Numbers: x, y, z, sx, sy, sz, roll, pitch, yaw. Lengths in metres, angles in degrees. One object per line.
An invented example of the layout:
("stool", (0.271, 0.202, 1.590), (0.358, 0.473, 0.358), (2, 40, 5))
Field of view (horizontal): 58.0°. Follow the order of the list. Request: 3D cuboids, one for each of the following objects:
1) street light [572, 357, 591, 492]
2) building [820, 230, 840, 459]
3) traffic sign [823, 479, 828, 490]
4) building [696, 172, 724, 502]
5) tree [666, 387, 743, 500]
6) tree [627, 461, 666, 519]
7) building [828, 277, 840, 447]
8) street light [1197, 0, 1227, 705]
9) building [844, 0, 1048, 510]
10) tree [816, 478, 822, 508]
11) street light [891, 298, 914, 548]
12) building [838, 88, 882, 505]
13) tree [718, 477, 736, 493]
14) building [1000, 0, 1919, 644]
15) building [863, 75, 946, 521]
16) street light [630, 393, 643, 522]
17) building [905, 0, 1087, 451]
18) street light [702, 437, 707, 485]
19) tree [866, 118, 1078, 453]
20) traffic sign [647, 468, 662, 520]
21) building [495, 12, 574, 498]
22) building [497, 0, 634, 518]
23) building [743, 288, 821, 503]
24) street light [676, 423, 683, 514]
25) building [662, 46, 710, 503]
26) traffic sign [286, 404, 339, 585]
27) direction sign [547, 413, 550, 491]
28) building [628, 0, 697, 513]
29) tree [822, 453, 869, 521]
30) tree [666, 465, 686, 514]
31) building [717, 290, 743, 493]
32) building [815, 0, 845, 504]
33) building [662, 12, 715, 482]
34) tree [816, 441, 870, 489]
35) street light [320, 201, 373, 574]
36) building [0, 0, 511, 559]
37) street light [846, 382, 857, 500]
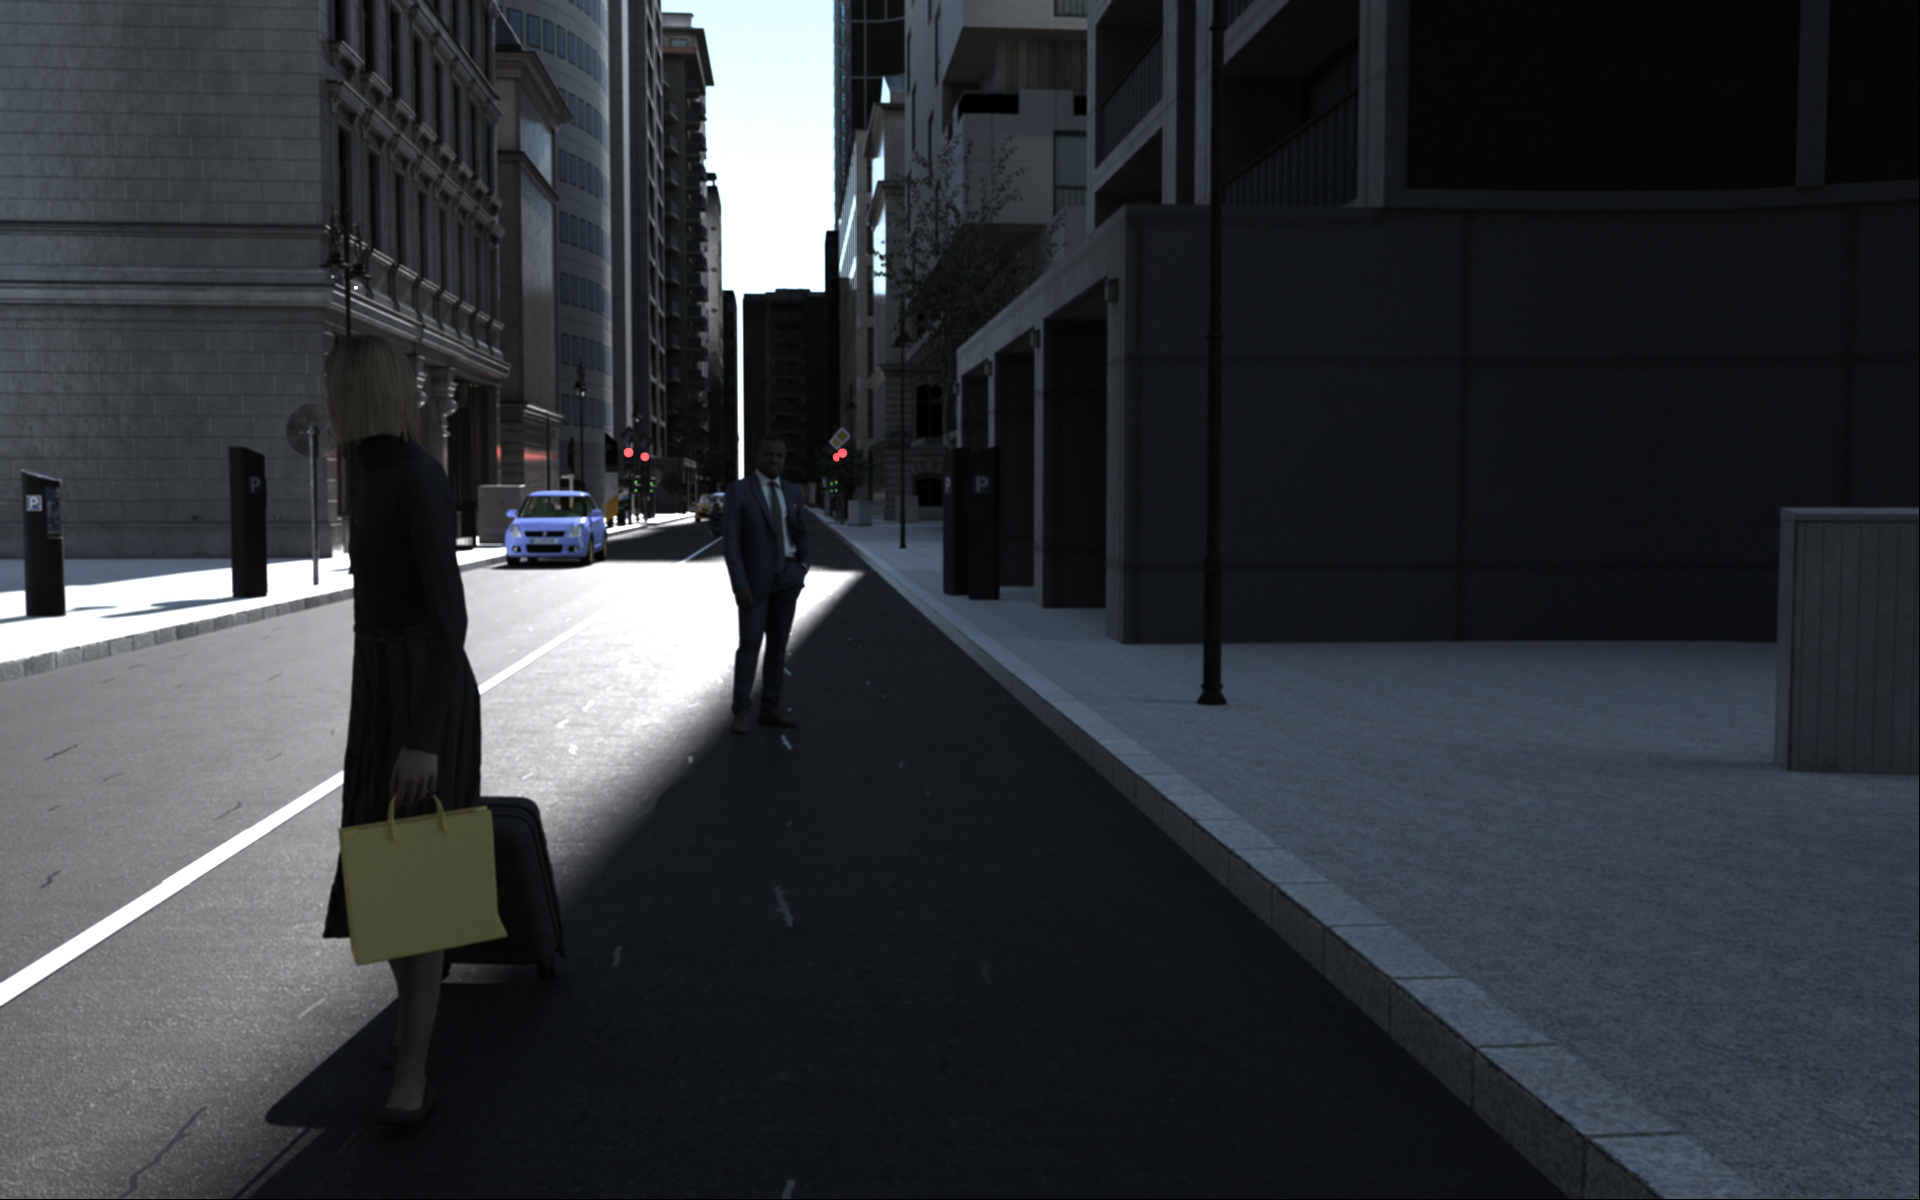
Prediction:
("street light", (-12.798, -5.249, 58.613), (0.468, 5.910, 1.993), (0, 4, -6))
("building", (-7.943, -25.688, 191.701), (14.160, 30.474, 14.107), (0, 4, -6))
("traffic sign", (-8.039, -6.306, 105.229), (0.606, 2.300, 0.079), (0, 4, -3))
("building", (-37.309, -32.854, 220.761), (14.086, 41.232, 14.154), (0, 4, -6))
("tree", (-22.273, -13.136, 149.178), (8.767, 10.594, 7.601), (2, 4, 27))
("tree", (-16.225, -5.753, 88.657), (1.663, 3.219, 1.824), (0, 3, 0))
("building", (-4.870, -19.415, 147.118), (12.332, 23.373, 15.834), (0, 4, -6))
("street light", (1.543, -2.302, 10.432), (0.468, 5.910, 1.993), (0, 4, -6))
("building", (-3.202, -44.970, 173.512), (20.563, 71.187, 20.611), (0, 4, -6))
("tree", (-8.491, -7.341, 114.625), (1.663, 3.219, 1.824), (0, 3, 0))
("street light", (-1.350, -4.159, 40.790), (0.468, 5.910, 1.993), (0, 4, -6))
("building", (1.599, -19.454, 122.591), (19.350, 26.468, 34.151), (0, 4, -6))
("tree", (-26.419, -12.237, 194.682), (1.663, 3.219, 1.824), (0, 3, 0))
("building", (11.100, -35.465, 18.112), (20.563, 71.187, 20.611), (0, 4, -6))
("building", (12.727, -16.481, 88.553), (34.723, 24.649, 14.460), (0, 4, -6))
("street light", (-14.839, -6.531, 79.577), (0.468, 5.910, 1.993), (0, 4, -6))
("building", (12.363, -28.664, 57.901), (28.713, 52.752, 27.495), (0, 4, -6))
("street light", (-20.821, -10.282, 140.900), (0.468, 5.910, 1.993), (0, 4, -6))
("tree", (0.151, -5.179, 35.047), (4.360, 8.622, 3.978), (0, 3, 0))
("traffic sign", (-15.127, -5.238, 85.746), (0.768, 2.556, 0.104), (0, 4, 3))
("building", (-24.501, -12.160, 63.442), (19.286, 19.102, 10.561), (0, 4, -6))
("building", (-29.371, -33.579, 91.008), (21.231, 58.520, 28.212), (0, 4, -6))
("building", (-23.845, -29.034, 246.400), (14.107, 30.474, 14.160), (0, 4, -6))
("street light", (-17.897, -8.426, 110.545), (0.468, 5.910, 1.993), (0, 4, -6))
("building", (-35.744, -31.333, 166.920), (22.147, 44.769, 28.867), (0, 4, -6))
("traffic sign", (-9.100, -1.486, 24.399), (0.768, 2.556, 0.104), (0, 4, 0))
("direction sign", (-11.555, -3.465, 48.645), (0.379, 3.537, 0.876), (-1, 4, -12))
("building", (-29.659, -41.902, 123.349), (20.563, 71.187, 20.611), (0, 4, -6))
("tree", (-5.372, -5.363, 82.279), (1.663, 3.219, 1.824), (0, 3, 0))
("tree", (-18.764, -7.289, 113.773), (1.663, 3.219, 1.824), (0, 3, 0))
("building", (-38.370, -28.899, 244.193), (14.107, 30.474, 14.160), (0, 4, -6))
("building", (-6.593, -55.089, 213.381), (22.319, 86.520, 31.000), (0, 4, -6))
("building", (-42.333, -37.017, 194.474), (28.713, 52.752, 27.495), (0, 4, -6))
("tree", (-6.781, -7.182, 101.140), (4.285, 4.588, 4.351), (0, 3, 0))
("street light", (-9.762, -3.359, 27.707), (0.468, 5.910, 1.993), (0, 4, -6))
("building", (-17.097, -11.255, 34.933), (10.553, 20.767, 40.483), (0, 4, -6))
("street light", (-4.466, -6.024, 71.276), (0.468, 5.910, 1.993), (0, 4, -6))
